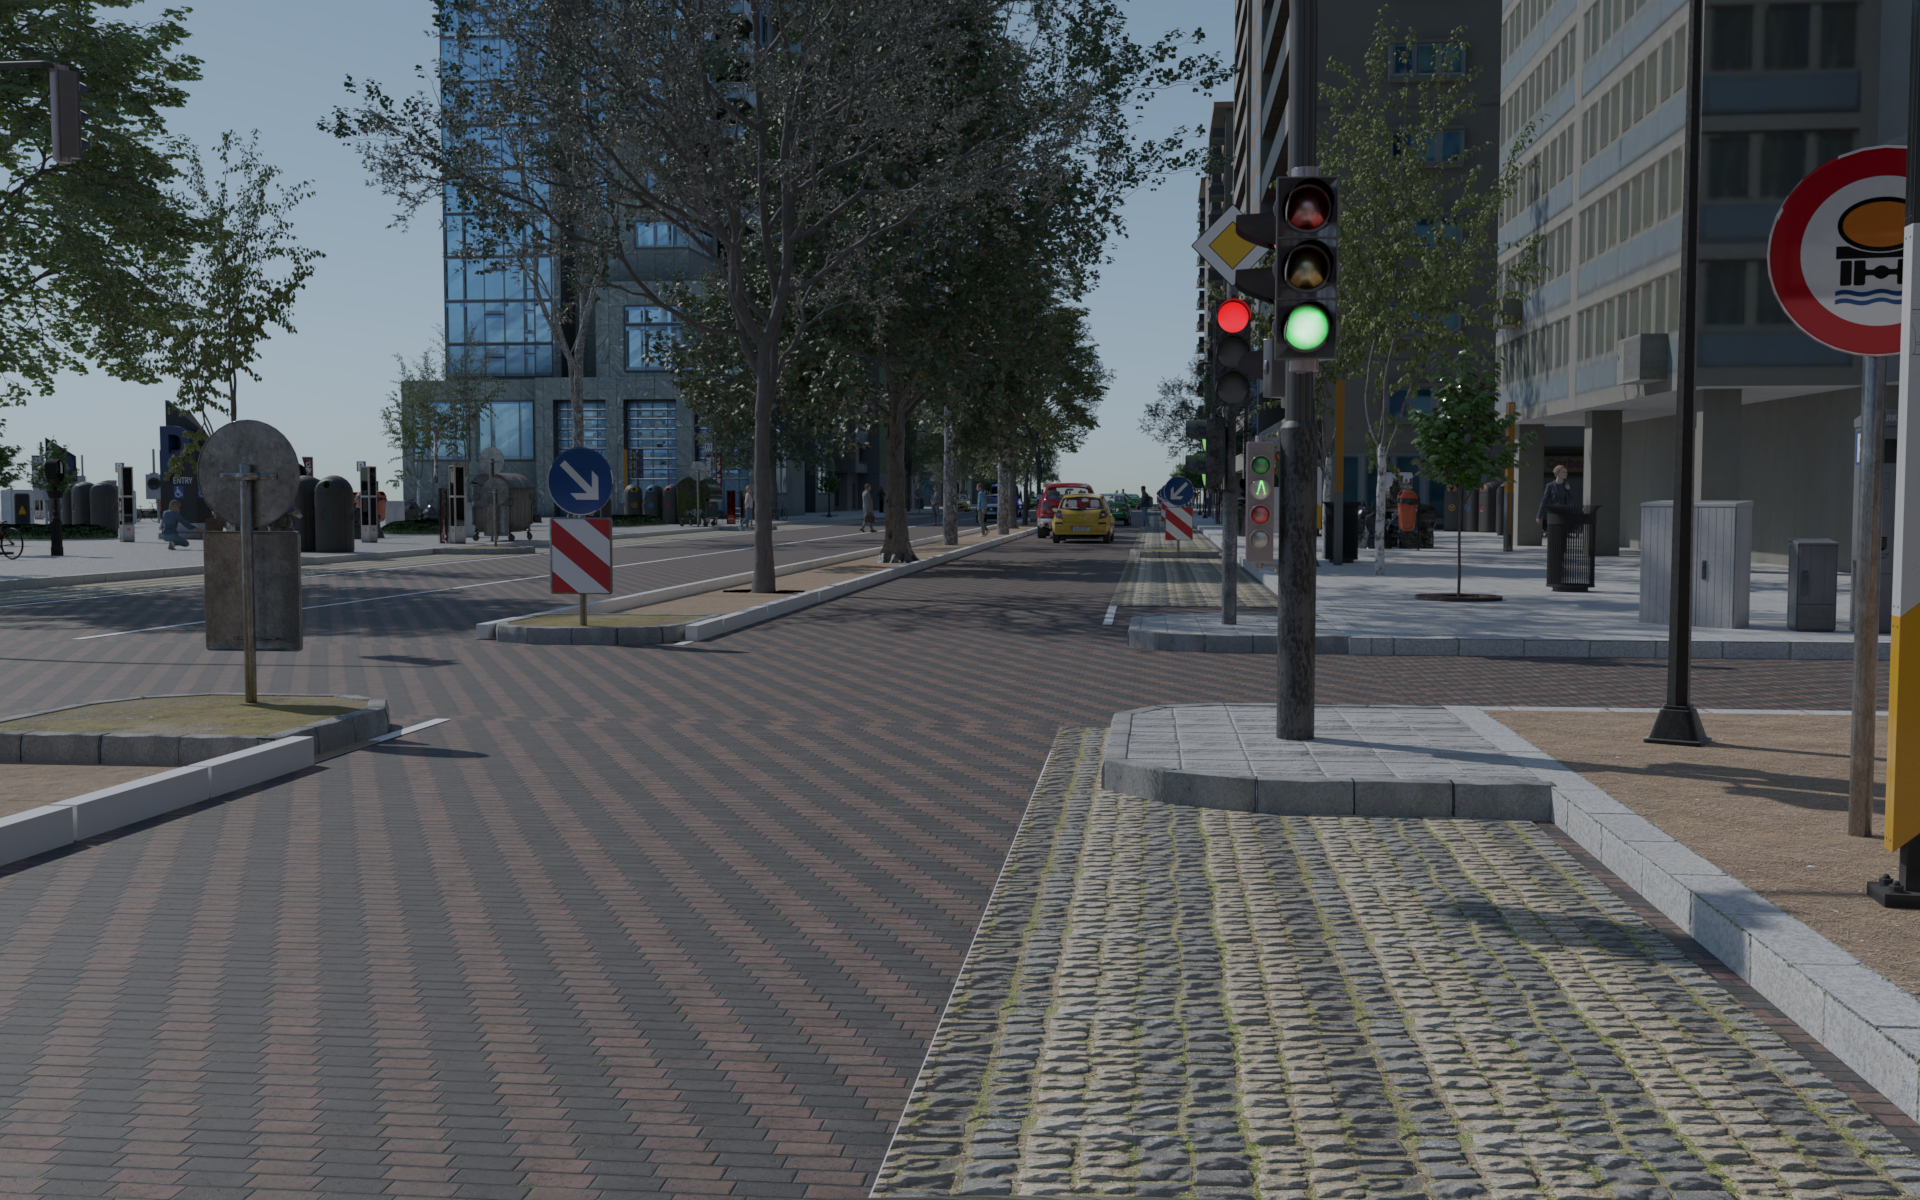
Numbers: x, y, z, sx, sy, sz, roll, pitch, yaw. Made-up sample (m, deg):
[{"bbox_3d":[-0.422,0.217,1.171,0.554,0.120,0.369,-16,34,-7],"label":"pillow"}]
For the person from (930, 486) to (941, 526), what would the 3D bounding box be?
[{"bbox_3d":[-1.114,-4.198,77.412,0.520,1.790,0.573,1,4,16],"label":"person"}]

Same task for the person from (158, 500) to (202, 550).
[{"bbox_3d":[-18.183,-1.742,40.021,1.012,1.151,0.738,1,4,17],"label":"person"}]

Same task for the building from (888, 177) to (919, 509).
[{"bbox_3d":[-11.394,-22.991,147.608,14.160,30.474,14.107,0,4,6],"label":"building"}]

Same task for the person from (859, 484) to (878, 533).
[{"bbox_3d":[-3.403,-3.423,64.564,0.767,1.812,0.694,-1,4,-16],"label":"person"}]

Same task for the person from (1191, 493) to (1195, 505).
[{"bbox_3d":[26.611,-11.708,198.143,0.551,1.740,0.621,3,5,40],"label":"person"}]

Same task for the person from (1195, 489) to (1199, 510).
[{"bbox_3d":[19.650,-8.404,143.973,0.721,1.766,1.217,0,4,4],"label":"person"}]

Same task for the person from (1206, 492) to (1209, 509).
[{"bbox_3d":[21.377,-8.723,149.594,0.756,1.711,0.436,-2,4,-31],"label":"person"}]

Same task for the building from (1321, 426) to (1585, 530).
[{"bbox_3d":[23.662,-27.315,70.304,21.300,48.544,21.600,0,4,6],"label":"building"}]

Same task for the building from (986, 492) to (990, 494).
[{"bbox_3d":[-7.036,-37.086,225.958,23.786,49.044,30.456,0,4,6],"label":"building"}]

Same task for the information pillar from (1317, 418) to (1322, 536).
[{"bbox_3d":[10.721,-3.735,52.418,0.504,3.616,0.183,1,4,8],"label":"information pillar"}]

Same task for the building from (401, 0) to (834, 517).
[{"bbox_3d":[-19.960,-48.697,108.864,22.319,86.520,31.000,0,4,6],"label":"building"}]

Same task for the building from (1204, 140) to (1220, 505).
[{"bbox_3d":[37.180,-34.411,212.727,14.600,45.320,14.200,0,4,6],"label":"building"}]

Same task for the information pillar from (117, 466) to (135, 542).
[{"bbox_3d":[-22.279,-2.556,46.276,0.304,2.012,0.304,-3,5,-44],"label":"information pillar"}]

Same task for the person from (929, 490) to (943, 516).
[{"bbox_3d":[-1.553,-6.278,111.871,1.217,1.743,0.721,3,5,45],"label":"person"}]

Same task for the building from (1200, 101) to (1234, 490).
[{"bbox_3d":[38.406,-32.772,190.445,22.147,44.769,28.867,0,4,6],"label":"building"}]

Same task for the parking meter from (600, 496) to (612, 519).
[{"bbox_3d":[-11.780,-3.009,57.611,0.372,1.533,0.369,0,3,0],"label":"parking meter"}]

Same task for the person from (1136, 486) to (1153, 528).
[{"bbox_3d":[7.660,-3.858,71.921,0.721,1.781,0.623,1,4,9],"label":"person"}]

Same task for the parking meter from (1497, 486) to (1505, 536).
[{"bbox_3d":[16.757,-2.749,53.360,0.372,1.533,0.369,0,3,0],"label":"parking meter"}]

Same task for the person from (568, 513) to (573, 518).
[{"bbox_3d":[-13.430,-3.348,60.890,0.767,1.812,0.694,1,4,13],"label":"person"}]

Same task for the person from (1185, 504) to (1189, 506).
[{"bbox_3d":[24.114,-10.894,183.786,0.705,1.869,1.348,-3,4,-38],"label":"person"}]

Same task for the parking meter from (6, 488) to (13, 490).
[{"bbox_3d":[-38.474,-3.768,70.013,0.372,1.533,0.369,0,3,0],"label":"parking meter"}]

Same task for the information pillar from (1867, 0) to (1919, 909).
[{"bbox_3d":[3.131,-0.853,5.295,0.504,3.616,0.183,1,4,12],"label":"information pillar"}]

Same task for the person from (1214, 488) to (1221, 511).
[{"bbox_3d":[19.394,-7.539,130.132,1.217,1.723,0.721,-3,4,-38],"label":"person"}]

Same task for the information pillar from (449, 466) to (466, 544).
[{"bbox_3d":[-12.978,-2.460,44.719,0.304,2.012,0.304,-3,5,-43],"label":"information pillar"}]

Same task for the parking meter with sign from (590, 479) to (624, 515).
[{"bbox_3d":[-17.291,-5.432,85.071,1.738,3.016,0.543,-1,4,-9],"label":"parking meter with sign"}]

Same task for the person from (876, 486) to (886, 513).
[{"bbox_3d":[-5.360,-6.894,118.901,0.705,1.807,1.348,2,4,34],"label":"person"}]

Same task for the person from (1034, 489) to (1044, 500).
[{"bbox_3d":[6.315,-7.588,132.548,1.348,1.826,0.705,-1,4,-10],"label":"person"}]

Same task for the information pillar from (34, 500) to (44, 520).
[{"bbox_3d":[-46.452,-5.066,87.323,0.304,2.012,0.304,0,4,4],"label":"information pillar"}]

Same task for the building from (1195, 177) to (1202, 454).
[{"bbox_3d":[43.060,-35.418,233.713,22.147,44.769,28.867,0,4,6],"label":"building"}]

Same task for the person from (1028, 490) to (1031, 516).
[{"bbox_3d":[4.466,-6.335,112.813,0.721,1.736,1.217,1,4,12],"label":"person"}]

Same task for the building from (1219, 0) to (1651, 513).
[{"bbox_3d":[38.947,-28.000,149.679,32.217,40.220,23.993,0,4,6],"label":"building"}]

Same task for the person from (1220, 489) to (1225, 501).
[{"bbox_3d":[19.154,-7.256,126.144,0.593,1.643,0.415,-3,5,-44],"label":"person"}]

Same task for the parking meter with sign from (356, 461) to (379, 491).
[{"bbox_3d":[-31.394,-5.886,92.490,0.543,3.016,1.738,1,4,20],"label":"parking meter with sign"}]

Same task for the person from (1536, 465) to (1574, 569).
[{"bbox_3d":[10.252,-1.427,29.801,0.576,1.772,0.534,-2,4,-27],"label":"person"}]

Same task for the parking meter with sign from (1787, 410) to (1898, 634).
[{"bbox_3d":[8.655,-1.207,15.996,1.738,3.016,0.543,1,4,12],"label":"parking meter with sign"}]

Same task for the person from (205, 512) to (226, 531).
[{"bbox_3d":[-18.437,-2.282,43.314,0.822,1.834,0.622,-1,4,-19],"label":"person"}]

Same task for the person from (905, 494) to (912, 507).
[{"bbox_3d":[-3.556,-6.075,108.501,1.217,1.739,0.721,1,4,18],"label":"person"}]

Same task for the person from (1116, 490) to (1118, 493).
[{"bbox_3d":[14.642,-9.363,161.589,1.348,1.823,0.705,1,4,15],"label":"person"}]

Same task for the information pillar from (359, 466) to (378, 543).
[{"bbox_3d":[-15.612,-2.523,45.735,0.304,2.012,0.304,1,4,22],"label":"information pillar"}]

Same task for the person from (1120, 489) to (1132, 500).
[{"bbox_3d":[11.631,-7.025,123.434,1.350,1.814,0.705,0,4,-5],"label":"person"}]

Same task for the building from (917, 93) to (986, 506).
[{"bbox_3d":[-10.647,-35.239,195.773,23.786,49.044,30.456,0,4,6],"label":"building"}]

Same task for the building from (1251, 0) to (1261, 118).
[{"bbox_3d":[25.851,-28.135,110.115,14.600,45.320,14.200,0,4,6],"label":"building"}]

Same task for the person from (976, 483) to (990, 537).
[{"bbox_3d":[0.763,-2.990,57.737,0.444,1.785,0.601,1,4,19],"label":"person"}]

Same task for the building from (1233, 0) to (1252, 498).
[{"bbox_3d":[31.310,-30.806,127.384,21.300,48.544,21.600,0,4,6],"label":"building"}]

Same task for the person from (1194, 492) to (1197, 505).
[{"bbox_3d":[28.826,-12.565,212.008,1.217,1.766,0.721,1,4,10],"label":"person"}]

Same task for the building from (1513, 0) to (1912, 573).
[{"bbox_3d":[23.943,-20.788,31.770,23.993,40.220,32.217,0,4,6],"label":"building"}]

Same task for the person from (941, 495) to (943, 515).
[{"bbox_3d":[-1.205,-6.588,116.749,0.750,1.759,0.617,2,4,31],"label":"person"}]

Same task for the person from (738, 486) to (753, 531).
[{"bbox_3d":[-8.255,-3.512,66.596,0.598,1.740,0.731,-1,4,-16],"label":"person"}]

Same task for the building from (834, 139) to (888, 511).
[{"bbox_3d":[-13.402,-27.435,132.153,14.154,41.232,14.086,0,4,6],"label":"building"}]

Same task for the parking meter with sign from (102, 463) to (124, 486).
[{"bbox_3d":[-46.801,-6.055,95.257,0.543,3.016,1.738,1,4,17],"label":"parking meter with sign"}]
